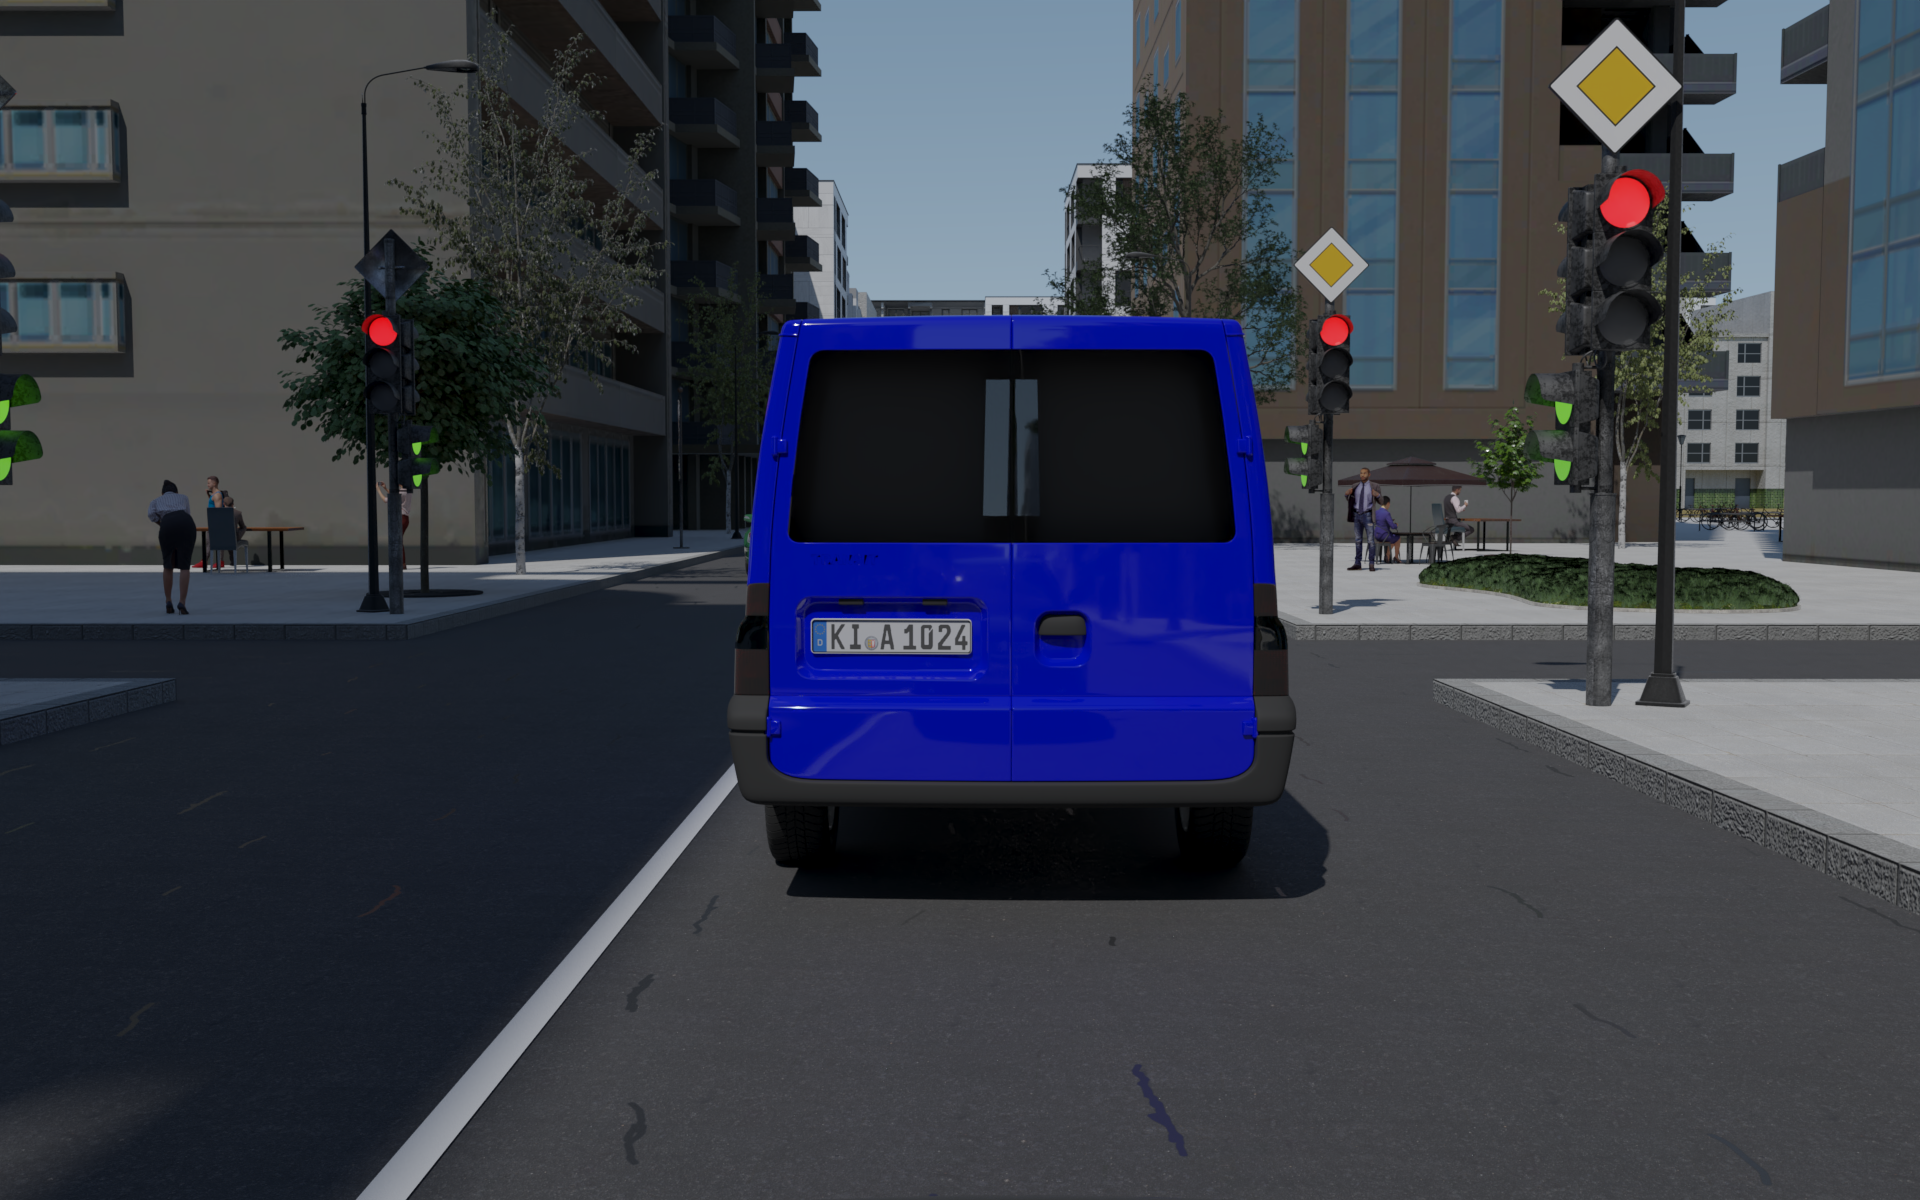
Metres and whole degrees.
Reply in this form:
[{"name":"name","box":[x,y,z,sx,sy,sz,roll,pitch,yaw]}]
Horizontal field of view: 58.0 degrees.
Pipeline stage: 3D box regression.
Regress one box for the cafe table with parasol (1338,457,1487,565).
[{"name":"cafe table with parasol","box":[8.284,-1.650,31.837,2.610,1.966,2.610,2,4,32]}]

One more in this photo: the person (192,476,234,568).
[{"name":"person","box":[-12.973,-1.355,30.063,0.662,1.594,0.647,-3,5,-41]}]

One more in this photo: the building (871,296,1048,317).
[{"name":"building","box":[0.484,-21.343,192.930,32.646,21.610,27.936,0,4,0]}]

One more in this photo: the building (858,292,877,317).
[{"name":"building","box":[-23.867,-17.966,160.200,31.486,18.905,16.747,0,4,0]}]

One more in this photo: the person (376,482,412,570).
[{"name":"person","box":[-9.555,-1.333,29.294,0.566,1.644,0.517,3,5,45]}]

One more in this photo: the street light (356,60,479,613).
[{"name":"street light","box":[-5.847,-2.823,18.700,1.470,5.913,1.316,0,4,0]}]

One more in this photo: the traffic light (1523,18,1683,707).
[{"name":"traffic light","box":[3.860,-1.314,10.409,0.839,4.253,0.868,0,4,0]}]

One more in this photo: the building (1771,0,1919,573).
[{"name":"building","box":[22.345,-22.899,24.512,14.200,45.320,14.600,0,4,0]}]

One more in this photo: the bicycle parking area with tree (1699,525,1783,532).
[{"name":"bicycle parking area with tree","box":[30.275,-4.532,61.093,8.231,4.147,9.016,-3,5,-42]}]

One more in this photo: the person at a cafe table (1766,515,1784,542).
[{"name":"person at a cafe table","box":[22.729,-2.149,45.998,1.698,1.238,1.726,-1,4,-12]}]

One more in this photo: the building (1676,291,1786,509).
[{"name":"building","box":[63.162,-17.917,159.402,31.486,18.905,16.747,0,4,0]}]

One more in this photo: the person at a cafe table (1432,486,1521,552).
[{"name":"person at a cafe table","box":[11.484,-1.869,39.079,1.622,1.524,1.698,-1,4,-12]}]

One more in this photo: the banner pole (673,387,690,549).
[{"name":"banner pole","box":[-6.550,-3.088,40.503,0.401,3.779,0.863,0,4,-5]}]

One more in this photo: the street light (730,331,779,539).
[{"name":"street light","box":[-5.837,-4.697,49.334,1.470,5.913,1.316,0,4,0]}]

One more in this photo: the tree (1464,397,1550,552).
[{"name":"tree","box":[11.206,-2.461,34.837,1.663,3.219,1.824,0,3,0]}]

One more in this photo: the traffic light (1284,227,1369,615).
[{"name":"traffic light","box":[3.890,-1.803,18.394,0.839,4.253,0.868,0,4,0]}]

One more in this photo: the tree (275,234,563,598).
[{"name":"tree","box":[-6.754,-2.337,21.926,4.285,4.588,4.351,0,3,0]}]

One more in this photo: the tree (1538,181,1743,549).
[{"name":"tree","box":[15.715,-5.495,40.207,4.737,8.622,4.395,0,3,0]}]

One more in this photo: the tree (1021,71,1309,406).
[{"name":"tree","box":[4.880,-6.404,39.123,7.601,10.594,8.767,0,4,-7]}]

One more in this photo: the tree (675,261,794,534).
[{"name":"tree","box":[-7.338,-6.453,55.862,4.737,8.622,4.395,0,3,0]}]

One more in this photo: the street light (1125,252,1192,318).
[{"name":"street light","box":[3.875,-3.722,33.397,1.470,5.913,1.316,0,4,0]}]

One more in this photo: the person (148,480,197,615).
[{"name":"person","box":[-8.423,-0.573,18.600,0.799,1.438,0.628,2,4,30]}]

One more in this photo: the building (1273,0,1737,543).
[{"name":"building","box":[12.659,-24.480,50.364,14.600,45.320,14.200,0,4,0]}]

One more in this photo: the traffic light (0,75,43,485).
[{"name":"traffic light","box":[-6.041,-1.316,10.430,0.839,4.253,0.868,0,4,0]}]

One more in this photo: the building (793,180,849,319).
[{"name":"building","box":[-22.138,-16.321,110.822,27.936,21.610,32.646,0,4,0]}]

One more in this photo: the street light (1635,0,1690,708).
[{"name":"street light","box":[3.746,-2.315,10.396,1.470,5.913,1.316,0,4,0]}]

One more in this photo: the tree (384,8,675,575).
[{"name":"tree","box":[-6.773,-4.713,27.421,4.360,8.622,3.978,0,3,0]}]

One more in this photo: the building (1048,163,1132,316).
[{"name":"building","box":[21.213,-17.096,123.491,27.936,21.610,32.646,0,4,0]}]

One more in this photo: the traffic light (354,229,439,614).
[{"name":"traffic light","box":[-6.011,-1.804,18.415,0.839,4.253,0.868,0,4,0]}]

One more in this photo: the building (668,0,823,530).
[{"name":"building","box":[-17.555,-25.618,73.480,22.147,44.769,28.867,0,4,0]}]

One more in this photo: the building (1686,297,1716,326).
[{"name":"building","box":[61.788,-21.369,193.351,32.646,21.610,27.936,0,4,0]}]

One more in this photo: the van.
[{"name":"van","box":[0.210,-0.244,8.376,2.240,2.365,5.245,0,4,1]}]

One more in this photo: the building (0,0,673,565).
[{"name":"building","box":[-19.325,-25.474,40.200,21.300,48.544,21.600,0,4,0]}]

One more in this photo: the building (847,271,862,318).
[{"name":"building","box":[-16.149,-17.616,144.440,16.016,20.091,11.380,0,4,0]}]

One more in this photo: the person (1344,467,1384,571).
[{"name":"person","box":[6.700,-1.342,28.804,0.655,1.722,0.431,3,5,41]}]

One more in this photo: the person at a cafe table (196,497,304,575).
[{"name":"person at a cafe table","box":[-11.824,-1.067,28.310,1.698,1.238,1.726,0,4,-7]}]

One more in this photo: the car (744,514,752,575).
[{"name":"car","box":[-2.837,-1.233,31.958,2.131,1.459,4.920,0,4,1]}]
